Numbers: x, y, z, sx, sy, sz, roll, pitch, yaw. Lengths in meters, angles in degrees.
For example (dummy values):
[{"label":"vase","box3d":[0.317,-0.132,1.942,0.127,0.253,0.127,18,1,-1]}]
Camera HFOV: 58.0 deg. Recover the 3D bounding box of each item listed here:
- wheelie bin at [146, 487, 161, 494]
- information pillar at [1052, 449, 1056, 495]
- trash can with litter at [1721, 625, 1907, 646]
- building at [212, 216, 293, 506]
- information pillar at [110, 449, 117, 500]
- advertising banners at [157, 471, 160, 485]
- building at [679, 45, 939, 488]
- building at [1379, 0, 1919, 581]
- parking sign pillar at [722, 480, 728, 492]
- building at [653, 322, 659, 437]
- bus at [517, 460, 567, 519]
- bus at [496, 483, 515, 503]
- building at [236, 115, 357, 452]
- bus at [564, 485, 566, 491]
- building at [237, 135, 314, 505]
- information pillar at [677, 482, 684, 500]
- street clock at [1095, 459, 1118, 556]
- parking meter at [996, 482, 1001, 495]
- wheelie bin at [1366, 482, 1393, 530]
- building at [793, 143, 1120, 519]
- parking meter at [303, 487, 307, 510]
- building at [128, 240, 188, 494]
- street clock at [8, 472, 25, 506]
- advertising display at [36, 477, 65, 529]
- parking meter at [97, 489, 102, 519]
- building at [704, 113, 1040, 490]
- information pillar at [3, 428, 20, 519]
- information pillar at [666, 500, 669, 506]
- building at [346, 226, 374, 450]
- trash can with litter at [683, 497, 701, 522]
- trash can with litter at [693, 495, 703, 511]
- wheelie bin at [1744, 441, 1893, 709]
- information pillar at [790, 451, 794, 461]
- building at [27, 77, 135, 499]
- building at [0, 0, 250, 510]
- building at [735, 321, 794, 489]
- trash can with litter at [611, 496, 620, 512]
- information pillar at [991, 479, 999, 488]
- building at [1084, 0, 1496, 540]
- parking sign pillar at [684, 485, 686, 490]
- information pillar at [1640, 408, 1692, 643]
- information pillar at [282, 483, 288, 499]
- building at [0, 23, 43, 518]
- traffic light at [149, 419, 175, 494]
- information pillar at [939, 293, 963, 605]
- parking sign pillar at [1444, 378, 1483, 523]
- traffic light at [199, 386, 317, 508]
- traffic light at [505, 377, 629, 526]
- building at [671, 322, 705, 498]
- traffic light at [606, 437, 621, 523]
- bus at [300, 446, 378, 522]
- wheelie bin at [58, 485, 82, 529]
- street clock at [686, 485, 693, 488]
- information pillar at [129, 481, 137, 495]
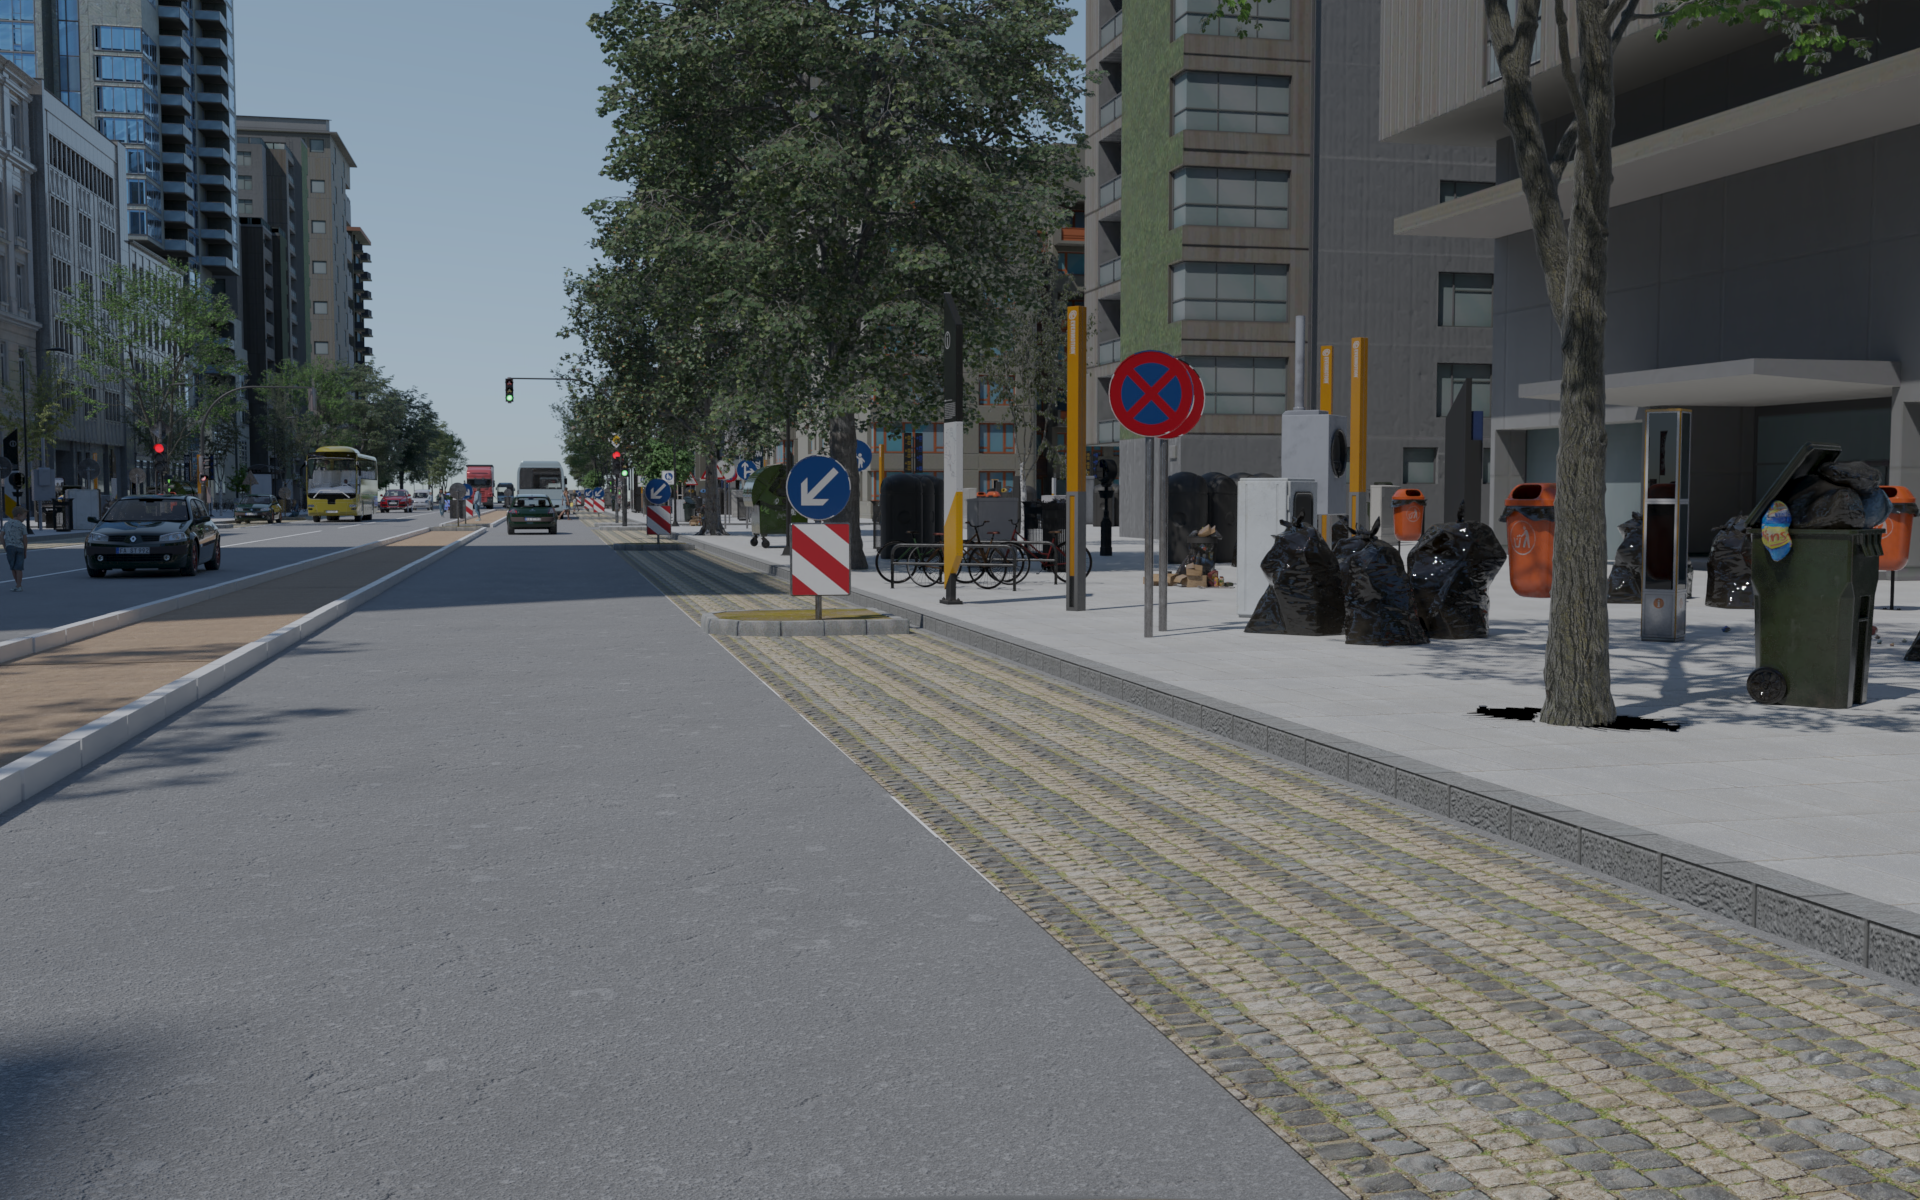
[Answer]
[{"label":"wheelie bin","box3d":[-34.717,-4.086,74.711,0.980,1.594,0.693,-1,4,-17]},{"label":"information pillar","box3d":[4.840,-5.976,89.058,0.183,3.616,0.504,1,4,19]},{"label":"trash can with litter","box3d":[7.868,-0.288,15.763,1.678,1.210,2.233,2,4,29]},{"label":"building","box3d":[-77.378,-24.854,178.060,14.160,30.474,14.107,-1,4,-13]},{"label":"information pillar","box3d":[-43.860,-6.020,89.781,0.183,3.616,0.504,0,4,-5]},{"label":"advertising banners","box3d":[-55.353,-7.672,121.626,2.074,3.025,0.090,-1,4,-15]},{"label":"building","box3d":[-17.885,-37.658,204.943,28.713,52.752,27.495,-1,4,-13]},{"label":"building","box3d":[24.780,-26.694,25.686,28.713,52.752,27.495,-1,4,-13]},{"label":"parking sign pillar","box3d":[-20.165,-9.821,149.046,1.447,3.967,1.447,-1,4,-18]},{"label":"building","box3d":[-40.983,-41.251,294.065,23.786,49.044,30.456,-1,4,-13]},{"label":"bus","box3d":[-24.733,-6.584,102.513,2.948,3.499,13.247,-1,4,-13]},{"label":"bus","box3d":[-71.406,-16.957,272.112,2.948,3.499,13.247,-1,4,-15]},{"label":"building","box3d":[-100.817,-40.054,244.114,28.713,52.752,27.495,-1,4,-13]},{"label":"bus","box3d":[-38.509,-10.286,163.029,2.948,3.499,13.247,-1,4,-14]},{"label":"building","box3d":[-80.080,-31.068,191.552,14.154,41.232,14.086,-1,4,-13]},{"label":"information pillar","box3d":[-15.701,-5.678,97.322,0.304,2.012,0.304,0,4,4]},{"label":"street clock","box3d":[3.030,-1.915,35.880,0.358,2.002,0.471,-2,4,-32]},{"label":"parking meter","box3d":[1.815,-4.623,81.297,0.255,1.863,0.399,0,3,0]},{"label":"wheelie bin","box3d":[11.092,-2.291,45.369,0.693,1.594,0.980,-2,4,-31]},{"label":"building","box3d":[6.283,-15.919,105.320,28.899,21.520,27.650,-1,4,-13]},{"label":"parking meter","box3d":[-54.172,-8.410,143.219,0.255,1.863,0.399,-2,4,-30]},{"label":"building","box3d":[-63.107,-16.937,126.067,9.793,20.994,18.267,-1,4,-13]},{"label":"street clock","box3d":[-31.510,-3.263,57.923,0.358,2.002,0.471,2,4,25]},{"label":"advertising display","box3d":[-33.847,-3.623,64.453,0.974,1.923,0.123,-2,4,-35]},{"label":"parking meter","box3d":[-41.416,-4.569,83.108,0.372,1.533,0.369,0,3,0]},{"label":"building","box3d":[-10.171,-29.900,180.741,32.217,40.220,23.993,-1,4,-13]},{"label":"information pillar","box3d":[-33.662,-4.291,61.514,0.504,3.616,0.183,-1,4,-15]},{"label":"information pillar","box3d":[-16.689,-5.746,98.445,0.304,2.012,0.304,0,4,-1]},{"label":"building","box3d":[-104.537,-37.783,272.383,22.147,44.769,28.867,-1,4,-13]},{"label":"trash can with litter","box3d":[-12.094,-4.106,78.521,0.624,1.170,1.055,-3,5,-45]},{"label":"trash can with litter","box3d":[-14.702,-5.101,94.462,2.233,1.210,1.678,-2,4,-26]},{"label":"wheelie bin","box3d":[5.265,-0.166,10.615,0.693,1.594,0.980,3,5,42]},{"label":"information pillar","box3d":[-8.537,-5.863,87.215,0.183,3.616,0.504,-3,5,-43]},{"label":"building","box3d":[-60.109,-17.679,107.069,12.078,24.808,19.932,-1,4,-13]},{"label":"building","box3d":[-76.277,-51.425,153.478,22.319,86.520,31.000,-1,4,-13]},{"label":"building","box3d":[-2.204,-17.784,135.814,27.650,21.520,28.899,-1,4,-13]},{"label":"trash can with litter","box3d":[-25.126,-7.052,126.694,0.624,1.170,1.055,-2,4,-30]},{"label":"information pillar","box3d":[1.748,-5.023,86.613,0.304,2.012,0.304,-1,4,-12]},{"label":"building","box3d":[11.210,-22.647,53.878,14.154,41.232,14.086,-1,4,-13]},{"label":"parking sign pillar","box3d":[-20.465,-8.505,127.533,1.447,3.967,1.447,0,4,-1]},{"label":"information pillar","box3d":[6.142,-0.647,15.072,0.304,2.012,0.304,3,4,39]},{"label":"information pillar","box3d":[-45.879,-6.923,117.690,0.304,2.012,0.304,-2,4,-30]},{"label":"building","box3d":[-56.157,-18.423,87.127,13.634,28.700,20.117,-1,4,-13]},{"label":"traffic light","box3d":[-29.762,-4.629,64.603,0.839,4.253,0.868,-1,4,-13]},{"label":"information pillar","box3d":[-0.081,-1.754,20.031,0.183,3.616,0.504,-1,4,-17]},{"label":"parking sign pillar","box3d":[11.887,-3.208,40.928,1.447,3.967,1.447,0,4,-5]},{"label":"traffic light","box3d":[-29.585,-6.007,72.887,4.771,5.953,1.251,-1,4,-13]},{"label":"traffic light","box3d":[-15.323,-5.701,67.879,4.771,5.953,1.251,-1,4,-13]},{"label":"building","box3d":[-34.873,-37.345,265.215,22.147,44.769,28.867,-1,4,-13]},{"label":"traffic light","box3d":[-15.146,-5.342,76.269,0.839,4.253,0.868,-1,4,-13]},{"label":"bus","box3d":[-32.870,-6.163,92.320,2.896,3.916,12.252,-1,4,-14]},{"label":"wheelie bin","box3d":[-32.526,-3.404,63.558,0.980,1.594,0.693,-3,4,-37]},{"label":"street clock","box3d":[-18.553,-6.978,118.654,0.471,2.002,0.358,-1,4,-10]},{"label":"information pillar","box3d":[-46.559,-5.692,97.559,0.304,2.012,0.304,-3,5,-39]}]
